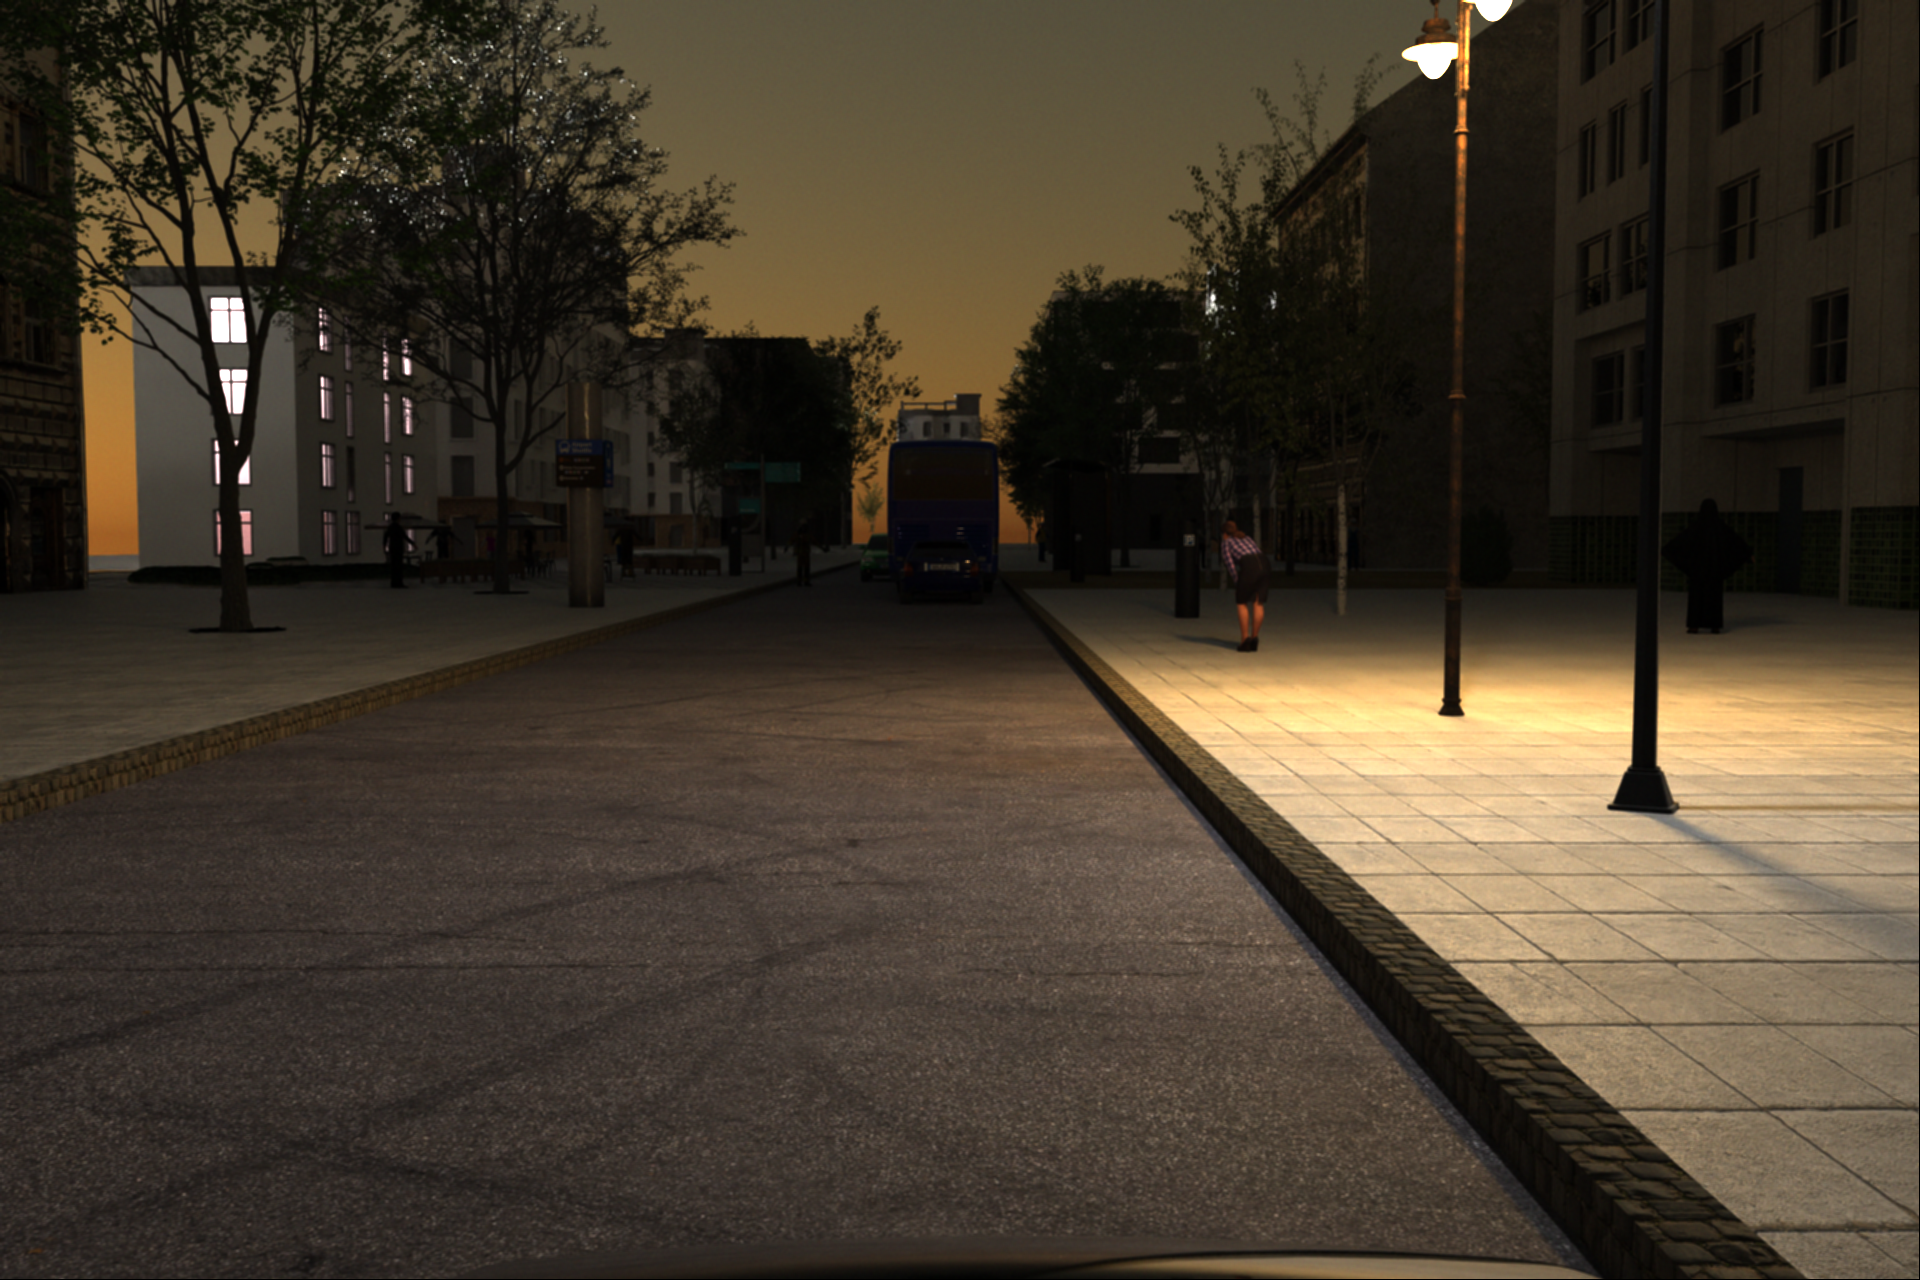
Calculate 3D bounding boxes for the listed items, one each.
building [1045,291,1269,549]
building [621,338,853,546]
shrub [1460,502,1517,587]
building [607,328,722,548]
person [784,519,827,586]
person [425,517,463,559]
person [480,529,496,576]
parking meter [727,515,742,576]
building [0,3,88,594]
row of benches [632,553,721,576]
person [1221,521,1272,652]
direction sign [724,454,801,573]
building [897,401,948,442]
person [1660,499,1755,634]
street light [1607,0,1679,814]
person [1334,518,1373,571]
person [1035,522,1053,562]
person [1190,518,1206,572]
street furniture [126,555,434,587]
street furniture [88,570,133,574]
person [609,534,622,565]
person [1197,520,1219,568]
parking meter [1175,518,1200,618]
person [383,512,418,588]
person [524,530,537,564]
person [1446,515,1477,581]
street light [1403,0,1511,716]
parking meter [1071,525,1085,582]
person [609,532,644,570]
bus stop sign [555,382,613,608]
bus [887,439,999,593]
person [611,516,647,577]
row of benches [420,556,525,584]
[{"bbox_3d":[21.777,-19.450,161.989,27.936,21.610,32.646,0,3,0],"label":"building"},{"bbox_3d":[-26.932,-21.567,196.595,27.936,21.610,32.646,0,4,-1],"label":"building"},{"bbox_3d":[12.839,-2.356,42.558,1.661,2.075,1.752,0,3,0],"label":"shrub"},{"bbox_3d":[-28.897,-18.584,160.263,16.016,20.090,11.380,0,4,1],"label":"building"},{"bbox_3d":[-4.282,-2.401,47.478,1.354,1.858,0.705,-3,4,-36],"label":"person"},{"bbox_3d":[-17.547,-3.243,58.799,1.354,1.856,0.705,-3,5,-42],"label":"person"},{"bbox_3d":[-14.308,-2.674,52.990,0.599,1.433,0.991,2,4,34],"label":"person"},{"bbox_3d":[-6.957,-2.919,53.445,0.399,1.863,0.255,0,4,2],"label":"parking meter"},{"bbox_3d":[-29.450,-12.202,30.428,19.493,23.208,18.063,0,4,0],"label":"building"},{"bbox_3d":[-8.909,-2.378,54.336,1.422,0.672,4.104,-3,5,-45],"label":"row of benches"},{"bbox_3d":[3.095,-0.592,18.950,0.421,1.427,0.697,-2,4,-29],"label":"person"},{"bbox_3d":[-6.560,-4.246,58.184,2.525,3.948,1.411,0,4,0],"label":"direction sign"},{"bbox_3d":[-8.285,-23.173,237.748,11.380,20.090,16.016,0,4,4],"label":"building"},{"bbox_3d":[9.594,-0.949,22.301,1.214,1.737,0.721,1,4,9],"label":"person"},{"bbox_3d":[3.741,-2.164,7.927,1.470,5.913,1.316,0,4,0],"label":"street light"},{"bbox_3d":[13.746,-3.345,60.544,1.347,1.847,0.705,1,4,12],"label":"person"},{"bbox_3d":[3.771,-4.467,79.012,0.705,1.833,1.349,3,4,36],"label":"person"},{"bbox_3d":[7.846,-3.172,58.046,0.705,1.806,1.347,-3,5,-41],"label":"person"},{"bbox_3d":[-18.313,-1.908,46.824,5.734,0.657,10.072,1,4,11],"label":"street furniture"},{"bbox_3d":[-29.473,-2.441,46.770,9.812,1.723,11.010,2,4,32],"label":"street furniture"},{"bbox_3d":[-14.296,-4.039,72.497,0.721,1.772,1.216,2,4,25],"label":"person"},{"bbox_3d":[9.081,-3.614,65.224,1.348,1.813,0.705,2,4,27],"label":"person"},{"bbox_3d":[3.489,-1.109,26.548,0.372,1.533,0.369,0,3,0],"label":"parking meter"},{"bbox_3d":[-13.346,-2.137,41.122,1.347,1.806,0.705,3,4,39],"label":"person"},{"bbox_3d":[-16.828,-3.777,67.695,0.705,1.837,1.347,0,4,4],"label":"person"},{"bbox_3d":[13.984,-2.518,47.304,1.347,1.817,0.704,0,4,7],"label":"person"},{"bbox_3d":[3.483,-2.404,12.097,0.468,5.910,1.993,0,4,0],"label":"street light"},{"bbox_3d":[3.133,-2.306,46.113,0.372,1.533,0.369,0,3,0],"label":"parking meter"},{"bbox_3d":[-11.843,-3.391,61.707,1.348,1.796,0.705,1,4,15],"label":"person"},{"bbox_3d":[-6.577,-2.531,30.400,0.837,3.901,0.837,0,4,-1],"label":"bus stop sign"},{"bbox_3d":[-0.368,-3.274,45.077,2.896,3.916,12.251,0,3,0],"label":"bus"},{"bbox_3d":[-9.959,-2.800,51.917,1.346,1.812,0.704,2,4,29],"label":"person"},{"bbox_3d":[-13.090,-1.898,46.490,1.422,0.672,4.104,1,4,18],"label":"row of benches"}]
